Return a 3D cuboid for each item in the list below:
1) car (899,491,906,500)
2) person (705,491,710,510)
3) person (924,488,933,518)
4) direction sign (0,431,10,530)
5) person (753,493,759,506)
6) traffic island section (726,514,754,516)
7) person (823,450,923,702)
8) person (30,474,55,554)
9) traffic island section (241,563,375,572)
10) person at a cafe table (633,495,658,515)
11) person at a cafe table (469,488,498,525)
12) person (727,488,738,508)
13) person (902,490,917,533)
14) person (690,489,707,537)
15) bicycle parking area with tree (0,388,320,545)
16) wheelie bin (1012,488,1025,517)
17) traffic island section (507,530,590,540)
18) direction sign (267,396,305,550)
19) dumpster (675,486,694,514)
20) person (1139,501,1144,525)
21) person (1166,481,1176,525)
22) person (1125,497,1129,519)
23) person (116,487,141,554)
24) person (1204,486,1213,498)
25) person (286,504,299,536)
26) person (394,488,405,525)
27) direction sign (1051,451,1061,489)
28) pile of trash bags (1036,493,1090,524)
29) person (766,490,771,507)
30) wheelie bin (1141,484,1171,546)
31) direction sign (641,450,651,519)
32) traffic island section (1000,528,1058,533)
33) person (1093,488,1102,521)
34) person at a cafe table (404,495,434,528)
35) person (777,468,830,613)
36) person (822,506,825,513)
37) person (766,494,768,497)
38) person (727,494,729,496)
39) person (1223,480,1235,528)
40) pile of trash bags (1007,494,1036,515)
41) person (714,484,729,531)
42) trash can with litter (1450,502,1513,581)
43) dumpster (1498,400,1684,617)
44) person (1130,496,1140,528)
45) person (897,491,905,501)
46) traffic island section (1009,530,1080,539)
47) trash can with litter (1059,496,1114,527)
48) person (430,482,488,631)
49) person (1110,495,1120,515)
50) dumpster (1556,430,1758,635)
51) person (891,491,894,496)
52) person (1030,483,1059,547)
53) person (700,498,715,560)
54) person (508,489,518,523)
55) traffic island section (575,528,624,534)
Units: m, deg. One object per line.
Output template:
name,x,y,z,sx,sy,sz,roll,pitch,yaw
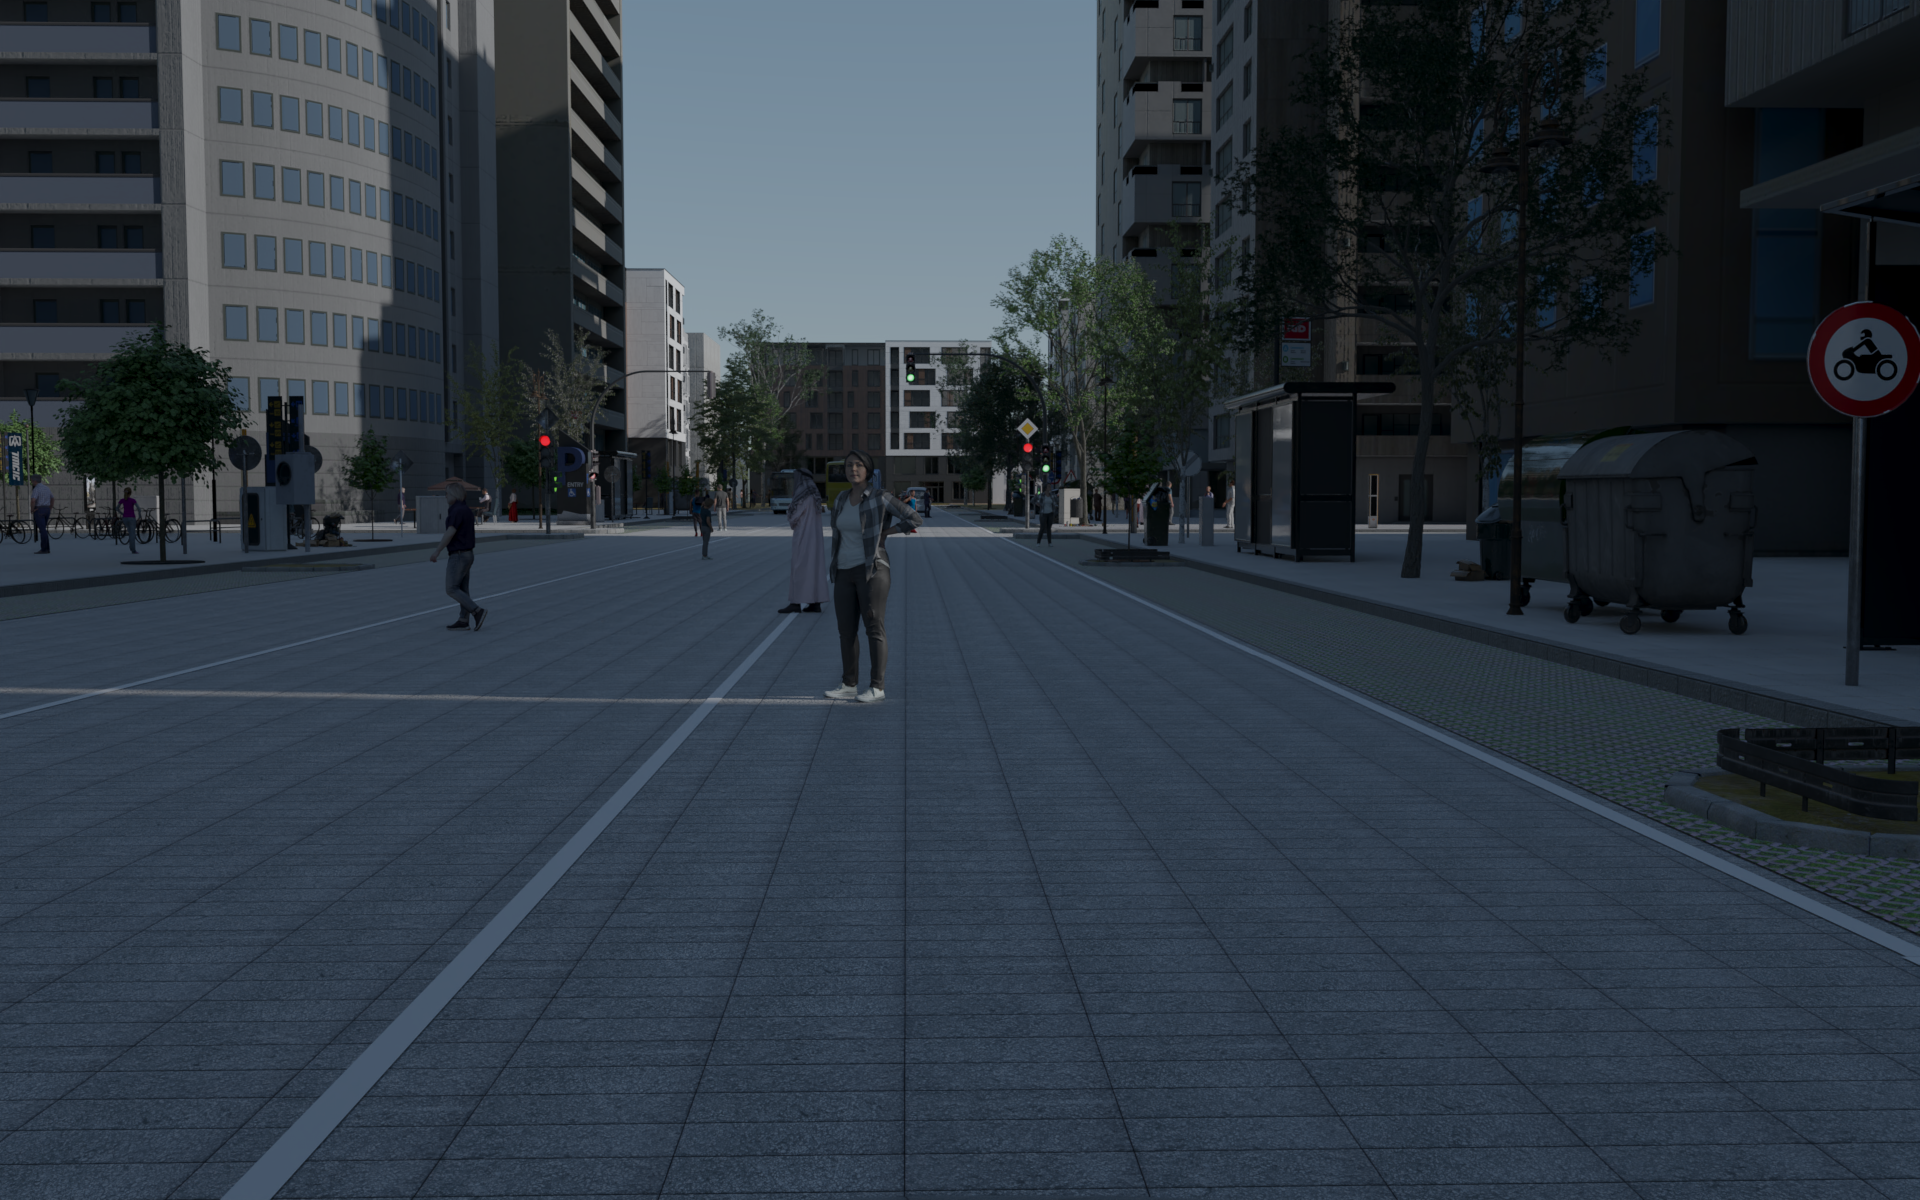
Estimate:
car,-6.344,-12.311,209.964,2.281,1.827,5.304,0,4,0
person,-17.694,-6.873,120.958,0.480,1.512,0.613,3,4,36
person,-1.869,-5.825,104.194,0.568,1.767,0.683,1,4,19
direction sign,-34.595,-4.322,62.667,0.379,3.537,0.876,0,4,5
person,-22.926,-11.379,192.812,1.217,1.743,0.721,0,4,1
traffic island section,-14.784,-5.671,115.593,1.991,0.108,1.994,0,4,-2
person,-0.670,-0.173,12.049,0.841,1.734,0.376,3,5,45
person,-19.773,-1.847,37.185,0.436,1.711,0.756,1,4,14
traffic island section,-12.211,-0.604,32.735,1.991,0.108,1.994,0,4,-2
person at a cafe table,-19.551,-5.892,107.193,1.698,1.238,1.726,-2,4,-35
person at a cafe table,-20.178,-3.910,72.447,1.622,1.524,1.698,0,4,-3
person,-19.555,-8.656,147.575,1.348,1.824,0.705,-1,4,-16
person,-1.787,-3.261,63.683,0.662,1.594,0.647,2,4,31
person,-8.786,-2.942,58.472,0.647,1.594,0.662,0,4,-5
bicycle parking area with tree,-22.521,-3.661,46.855,8.231,4.147,9.016,1,4,20
wheelie bin,3.330,-5.512,98.036,0.693,1.594,0.980,1,4,19
traffic island section,-13.253,-2.043,55.680,2.009,0.180,2.903,0,4,-2
direction sign,-15.544,-2.937,40.023,0.876,3.537,0.379,1,4,8
dumpster,-17.570,-6.386,110.163,1.264,1.857,1.865,0,4,-2
person,7.649,-3.977,71.732,0.621,1.740,0.551,-3,5,-43
person,8.629,-3.991,71.430,0.434,1.807,0.598,-1,4,-13
person,8.513,-4.804,87.813,0.421,1.427,0.697,1,4,16
person,-17.839,-1.714,37.296,0.726,1.435,0.776,0,4,-6
person,9.592,-3.595,66.880,0.319,1.574,0.516,-2,4,-28
person,-20.451,-2.629,52.938,0.340,1.345,0.435,3,5,43
person,-23.567,-3.954,72.901,0.471,1.553,0.569,0,4,4
direction sign,4.933,-6.026,90.514,0.876,3.537,0.379,-2,4,-32
pile of trash bags,4.625,-4.072,76.332,1.912,1.369,3.447,0,4,-4
person,-19.552,-10.413,177.018,0.721,1.735,1.217,1,4,12
wheelie bin,4.886,-2.147,43.005,0.693,1.594,0.980,0,4,-4
direction sign,-16.263,-5.982,89.806,0.379,3.537,0.876,1,4,19
traffic island section,2.514,-2.561,64.150,2.009,0.180,2.903,0,4,-2
person,6.503,-4.501,81.909,0.388,1.546,0.482,-3,5,-43
person at a cafe table,-19.917,-3.331,65.322,1.698,1.238,1.726,0,4,-8
person,-1.888,-0.720,20.946,0.621,1.740,0.551,0,4,-1
person,-10.452,-6.908,131.915,0.381,0.543,0.357,-1,4,-14
person,-20.585,-11.195,189.222,1.348,1.807,0.705,0,4,8
person,-26.427,-11.521,195.190,1.217,1.735,0.721,-3,5,-39
person,10.020,-3.570,64.563,0.789,1.805,0.875,0,4,4
pile of trash bags,4.359,-6.033,108.389,1.912,1.369,3.447,2,4,25
person,-9.333,-3.611,67.669,0.598,1.807,0.434,-1,4,-16
trash can with litter,7.820,-0.873,25.659,1.055,1.170,0.624,-2,4,-31
dumpster,6.916,-1.001,18.863,1.502,2.255,1.985,0,4,-2
person,6.579,-3.544,65.453,0.517,1.644,0.566,0,4,5
person,-5.168,-8.839,153.743,1.217,1.736,0.721,3,5,41
traffic island section,2.761,-2.073,56.168,2.009,0.180,2.903,0,4,-2
trash can with litter,5.008,-3.510,68.453,2.233,1.210,1.678,0,4,0
person,-5.222,-0.453,18.119,0.471,1.553,0.569,3,4,38
person,9.631,-6.195,107.465,0.434,1.807,0.598,-3,5,-43
dumpster,6.604,-0.654,16.449,1.264,1.857,1.865,0,4,-2
person,-6.348,-9.463,163.742,0.617,1.759,0.750,-2,4,-33
person,2.331,-2.302,46.857,0.841,1.734,0.376,-1,4,-16
person,-5.541,-1.561,37.926,0.435,1.345,0.340,3,4,38
person,-19.940,-4.208,77.307,0.387,1.526,0.523,1,4,10
traffic island section,-13.500,-2.531,63.661,2.009,0.180,2.903,0,4,-2
